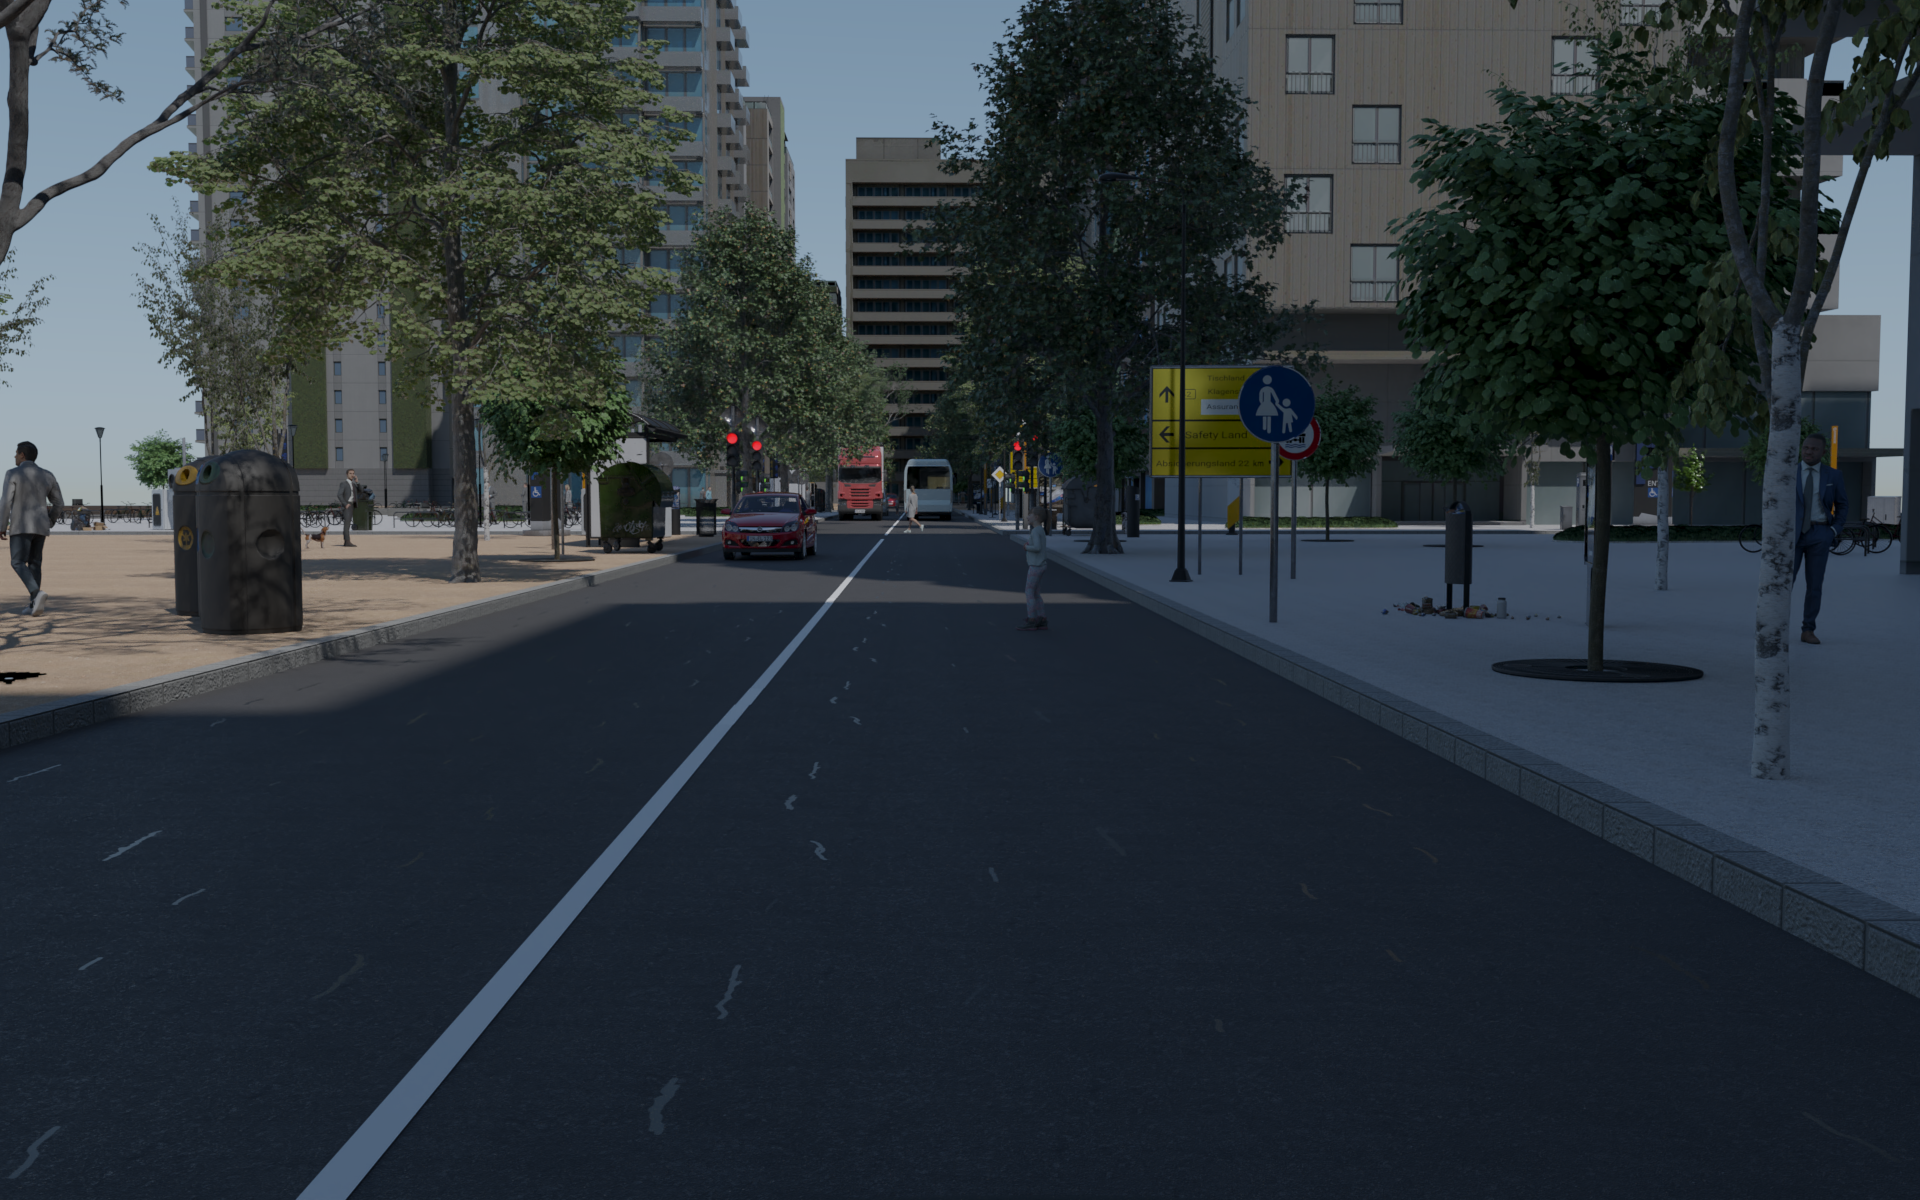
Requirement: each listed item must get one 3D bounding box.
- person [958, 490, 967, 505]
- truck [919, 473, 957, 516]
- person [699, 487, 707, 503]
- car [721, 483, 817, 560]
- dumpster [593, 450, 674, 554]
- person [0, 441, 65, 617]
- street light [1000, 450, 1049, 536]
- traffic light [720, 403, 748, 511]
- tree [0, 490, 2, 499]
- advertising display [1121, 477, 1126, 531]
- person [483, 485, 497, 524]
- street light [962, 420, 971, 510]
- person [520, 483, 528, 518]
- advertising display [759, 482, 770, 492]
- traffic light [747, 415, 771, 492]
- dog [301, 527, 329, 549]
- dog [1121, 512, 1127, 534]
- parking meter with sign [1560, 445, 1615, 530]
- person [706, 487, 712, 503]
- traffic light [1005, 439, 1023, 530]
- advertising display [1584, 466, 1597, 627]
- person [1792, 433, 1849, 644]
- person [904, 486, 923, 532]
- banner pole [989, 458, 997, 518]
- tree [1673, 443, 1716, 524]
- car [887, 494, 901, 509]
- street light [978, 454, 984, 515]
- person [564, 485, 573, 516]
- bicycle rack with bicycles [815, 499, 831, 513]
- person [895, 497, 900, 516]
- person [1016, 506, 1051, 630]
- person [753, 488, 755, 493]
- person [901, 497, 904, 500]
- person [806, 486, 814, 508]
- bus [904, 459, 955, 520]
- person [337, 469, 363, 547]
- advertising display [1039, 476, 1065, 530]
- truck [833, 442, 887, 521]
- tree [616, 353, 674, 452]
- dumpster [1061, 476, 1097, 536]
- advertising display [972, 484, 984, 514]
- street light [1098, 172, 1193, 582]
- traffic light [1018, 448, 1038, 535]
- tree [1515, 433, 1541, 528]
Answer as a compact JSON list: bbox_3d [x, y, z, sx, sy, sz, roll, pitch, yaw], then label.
[{"bbox_3d":[0.358,-12.408,208.908,1.348,1.824,0.705,0,4,-4],"label":"person"},{"bbox_3d":[-1.898,-7.319,115.581,3.469,3.379,9.791,0,4,0],"label":"truck"},{"bbox_3d":[-19.952,-7.877,134.799,0.622,1.834,0.822,-1,4,-15],"label":"person"},{"bbox_3d":[-4.270,-1.843,39.179,2.155,1.783,4.494,0,4,0],"label":"car"},{"bbox_3d":[-7.167,-2.175,38.052,1.502,2.255,1.985,0,4,-1],"label":"dumpster"},{"bbox_3d":[-9.768,-0.757,18.274,0.795,1.843,0.661,2,4,34],"label":"person"},{"bbox_3d":[2.097,-4.951,53.490,1.470,5.913,1.316,0,4,-1],"label":"street light"},{"bbox_3d":[-6.952,-3.937,53.283,0.839,4.253,0.868,0,4,-1],"label":"traffic light"},{"bbox_3d":[-63.245,-11.969,97.517,13.155,14.587,18.604,-1,4,-8],"label":"tree"},{"bbox_3d":[5.778,-3.423,61.179,0.123,1.923,0.974,0,4,7],"label":"advertising display"},{"bbox_3d":[-20.382,-4.238,75.134,0.655,1.846,0.447,1,4,12],"label":"person"},{"bbox_3d":[0.792,-8.297,108.204,1.470,5.913,1.316,0,4,-1],"label":"street light"},{"bbox_3d":[-21.814,-4.948,86.744,0.447,1.846,0.655,1,4,22],"label":"person"},{"bbox_3d":[-10.591,-5.400,93.503,0.974,1.923,0.123,2,4,27],"label":"advertising display"},{"bbox_3d":[-7.133,-4.425,61.266,0.839,4.253,0.868,0,4,-1],"label":"traffic light"},{"bbox_3d":[-15.216,-1.470,40.861,0.406,0.507,0.540,1,4,21],"label":"dog"},{"bbox_3d":[5.560,-2.505,57.801,0.513,0.831,0.800,1,4,16],"label":"dog"},{"bbox_3d":[22.361,-4.007,61.776,1.738,3.016,0.543,0,4,5],"label":"parking meter with sign"},{"bbox_3d":[-18.121,-7.256,124.701,0.620,1.820,0.660,1,4,17],"label":"person"},{"bbox_3d":[2.026,-4.438,61.489,0.839,4.253,0.868,0,4,-1],"label":"traffic light"},{"bbox_3d":[6.124,-0.701,16.683,0.123,1.923,0.974,1,4,15],"label":"advertising display"},{"bbox_3d":[7.268,-0.533,14.933,0.721,1.800,0.419,1,4,15],"label":"person"},{"bbox_3d":[-1.726,-3.381,64.526,0.760,1.731,0.466,0,4,7],"label":"person"},{"bbox_3d":[1.827,-6.307,93.141,0.401,3.779,0.863,-1,4,-18],"label":"banner pole"},{"bbox_3d":[27.448,-4.283,64.629,1.663,3.219,1.824,0,3,0],"label":"tree"},{"bbox_3d":[-6.945,-9.944,171.630,2.155,1.783,4.494,0,4,-3],"label":"car"},{"bbox_3d":[1.497,-6.554,79.694,1.470,5.913,1.316,0,4,-1],"label":"street light"},{"bbox_3d":[-21.564,-5.455,95.416,0.709,1.800,0.728,3,4,37],"label":"person"},{"bbox_3d":[-10.084,-6.339,117.019,2.925,0.926,2.852,-2,4,-28],"label":"bicycle rack with bicycles"},{"bbox_3d":[-4.126,-6.196,114.493,0.332,1.250,0.352,-3,5,-43],"label":"person"},{"bbox_3d":[0.776,-0.336,18.278,0.394,1.301,0.425,0,4,-7],"label":"person"},{"bbox_3d":[-17.050,-8.333,142.297,1.348,1.824,0.705,0,4,-2],"label":"person"},{"bbox_3d":[-4.311,-8.019,140.287,0.721,1.739,1.217,3,5,41],"label":"person"},{"bbox_3d":[-9.443,-6.214,108.000,0.716,1.782,0.532,-1,4,-11],"label":"person"},{"bbox_3d":[-1.713,-6.307,97.979,2.948,3.499,13.247,0,4,0],"label":"bus"},{"bbox_3d":[-14.862,-2.255,42.272,0.474,1.900,0.648,0,4,2],"label":"person"},{"bbox_3d":[3.325,-3.504,62.501,0.974,1.923,0.123,1,4,23],"label":"advertising display"},{"bbox_3d":[-5.463,-6.551,96.017,2.839,4.237,11.283,0,4,-2],"label":"truck"},{"bbox_3d":[-15.711,-8.436,88.296,4.360,8.622,3.978,0,3,0],"label":"tree"},{"bbox_3d":[3.799,-2.915,53.415,1.264,1.857,1.865,0,4,-1],"label":"dumpster"},{"bbox_3d":[1.260,-6.645,113.860,0.974,1.923,0.123,-2,4,-27],"label":"advertising display"},{"bbox_3d":[2.699,-3.221,25.203,1.470,5.913,1.316,0,4,-1],"label":"street light"},{"bbox_3d":[2.206,-3.950,53.505,0.839,4.253,0.868,0,4,-1],"label":"traffic light"},{"bbox_3d":[21.391,-7.025,65.214,4.360,8.622,3.978,0,3,0],"label":"tree"}]
